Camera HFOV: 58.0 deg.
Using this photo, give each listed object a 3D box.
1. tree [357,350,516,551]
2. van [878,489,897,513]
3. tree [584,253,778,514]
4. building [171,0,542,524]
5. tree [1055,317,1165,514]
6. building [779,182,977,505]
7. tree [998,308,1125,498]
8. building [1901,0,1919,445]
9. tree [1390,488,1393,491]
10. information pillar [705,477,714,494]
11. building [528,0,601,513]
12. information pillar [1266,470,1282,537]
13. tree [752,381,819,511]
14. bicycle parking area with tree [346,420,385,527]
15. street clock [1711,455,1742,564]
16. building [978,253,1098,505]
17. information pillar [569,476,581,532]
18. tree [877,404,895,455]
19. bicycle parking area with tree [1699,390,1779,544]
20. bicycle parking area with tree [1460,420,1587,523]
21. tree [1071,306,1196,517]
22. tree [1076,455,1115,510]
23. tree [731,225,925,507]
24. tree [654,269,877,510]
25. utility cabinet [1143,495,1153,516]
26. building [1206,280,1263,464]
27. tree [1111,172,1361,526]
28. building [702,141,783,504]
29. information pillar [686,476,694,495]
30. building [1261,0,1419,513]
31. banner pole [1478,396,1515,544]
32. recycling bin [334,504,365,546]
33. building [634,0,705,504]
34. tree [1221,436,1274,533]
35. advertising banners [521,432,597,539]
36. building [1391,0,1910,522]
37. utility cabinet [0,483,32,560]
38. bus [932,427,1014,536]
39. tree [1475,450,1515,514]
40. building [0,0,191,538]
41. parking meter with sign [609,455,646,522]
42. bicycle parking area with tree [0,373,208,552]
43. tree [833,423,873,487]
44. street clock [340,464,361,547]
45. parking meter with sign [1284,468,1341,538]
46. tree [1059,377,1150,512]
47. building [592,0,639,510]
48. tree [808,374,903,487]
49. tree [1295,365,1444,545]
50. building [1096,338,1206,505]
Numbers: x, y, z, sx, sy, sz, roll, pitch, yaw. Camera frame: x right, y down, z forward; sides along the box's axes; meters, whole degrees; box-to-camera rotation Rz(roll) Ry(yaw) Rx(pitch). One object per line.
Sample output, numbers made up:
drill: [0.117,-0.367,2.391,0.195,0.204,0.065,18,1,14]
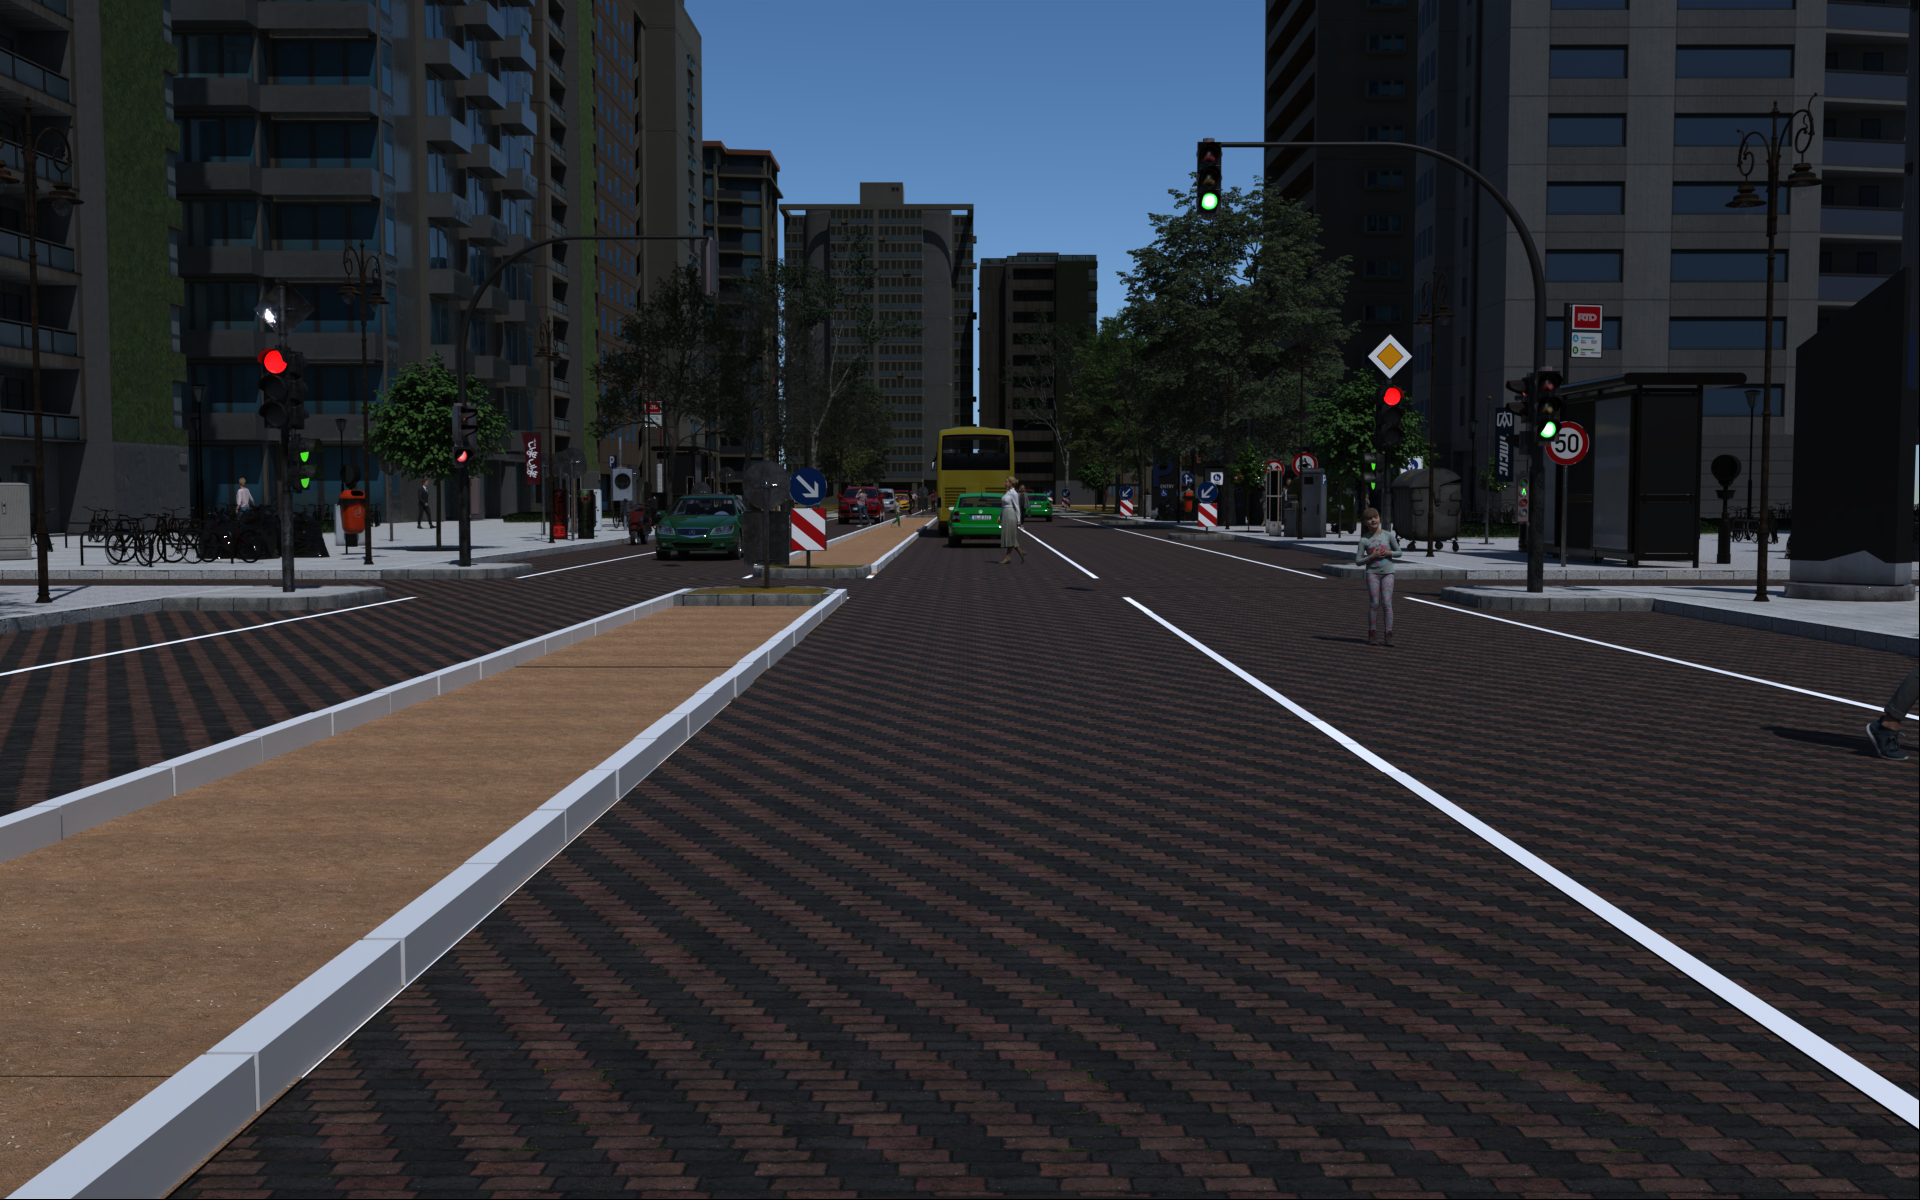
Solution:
tree: [-11.797,-3.397,39.256,4.285,4.588,4.351,0,3,0]
van: [-5.703,-7.608,131.399,2.013,2.044,4.112,0,3,0]
tree: [-11.050,-8.107,66.958,7.601,10.594,8.767,1,4,17]
building: [-34.414,-28.588,87.026,23.786,49.044,30.456,0,4,0]
tree: [9.992,-11.810,111.228,7.486,12.596,7.792,0,3,0]
building: [-9.892,-32.217,218.621,23.993,40.220,32.217,0,4,0]
tree: [10.283,-19.599,176.334,12.611,20.169,13.585,0,3,0]
building: [37.337,-16.954,48.900,14.107,30.474,14.160,0,4,0]
tree: [23.318,-5.876,90.681,1.663,3.219,1.824,0,3,0]
information pillar: [-11.064,-4.412,76.620,0.304,2.012,0.304,2,4,25]
building: [-32.034,-26.228,112.422,14.154,41.232,14.086,0,4,0]
information pillar: [9.542,-2.929,52.378,0.304,2.012,0.304,2,4,28]
tree: [-10.887,-9.491,105.544,4.360,8.622,3.978,0,3,0]
bicycle parking area with tree: [-26.110,-4.795,65.403,8.231,4.147,9.016,0,4,2]
street clock: [14.050,-1.666,31.804,0.471,2.002,0.358,3,5,42]
building: [9.243,-26.815,210.118,14.107,30.474,14.160,0,4,0]
information pillar: [-12.980,-3.298,58.421,0.304,2.012,0.304,3,5,40]
tree: [-10.646,-14.757,151.651,12.009,13.543,11.850,0,3,0]
bicycle parking area with tree: [24.377,-3.701,47.508,8.231,4.147,9.016,1,4,17]
bicycle parking area with tree: [22.438,-4.953,67.985,8.231,4.147,9.016,0,4,-3]
tree: [9.981,-10.469,96.918,9.928,11.665,9.643,0,3,0]
tree: [10.953,-9.536,139.622,4.285,4.588,4.351,0,3,0]
tree: [-9.222,-16.238,121.379,12.611,20.169,13.585,0,3,0]
tree: [-11.633,-11.274,94.692,12.009,13.543,11.850,0,3,0]
utility cabinet: [10.902,-5.375,99.041,1.020,1.237,0.306,2,4,32]
building: [37.902,-18.863,153.453,27.650,21.520,28.899,0,4,0]
tree: [10.910,-9.948,69.311,9.857,13.997,8.962,0,3,0]
building: [-36.872,-34.187,213.582,28.867,44.769,22.147,0,4,0]
information pillar: [-11.282,-4.152,72.377,0.304,2.012,0.304,-1,4,-16]
building: [34.773,-30.810,127.439,21.300,48.544,21.600,0,4,0]
banner pole: [13.671,-3.306,44.069,0.863,3.779,0.401,1,4,22]
recycling bin: [-15.237,-1.879,43.273,0.722,1.027,0.722,-2,4,-23]
building: [-35.320,-32.594,156.611,21.600,48.544,21.300,0,4,0]
tree: [9.580,-3.890,58.210,1.663,3.219,1.824,0,3,0]
advertising banners: [-11.386,-3.244,49.232,2.074,3.025,0.090,-1,4,-9]
building: [35.037,-33.547,90.494,21.231,58.520,28.212,0,4,0]
utility cabinet: [-18.585,-1.511,33.382,0.318,1.500,1.173,3,4,37]
bus: [0.418,-4.325,62.256,2.896,3.916,12.252,0,4,-1]
tree: [23.386,-4.950,75.539,1.663,3.219,1.824,0,3,0]
building: [-32.939,-22.425,50.241,14.154,41.232,14.086,0,4,0]
parking meter with sign: [-15.014,-5.033,78.551,1.738,3.016,0.543,-3,5,-42]
bicycle parking area with tree: [-21.230,-3.430,43.082,8.231,4.147,9.016,-3,5,-42]
tree: [-10.792,-13.435,170.021,4.737,8.622,4.395,0,3,0]
street clock: [-14.818,-2.298,42.149,0.471,2.002,0.358,2,4,25]
parking meter with sign: [10.413,-3.348,51.004,1.738,3.016,0.543,2,4,34]
tree: [10.704,-11.655,124.977,7.601,10.594,8.767,-2,4,-26]
building: [-31.895,-29.132,126.413,14.600,45.320,14.200,0,4,0]
tree: [-11.106,-16.671,179.221,9.857,13.997,8.962,0,3,0]
tree: [10.181,-3.689,44.024,4.285,4.588,4.351,0,3,0]
building: [31.657,-22.759,217.155,28.899,21.520,27.650,0,4,0]
